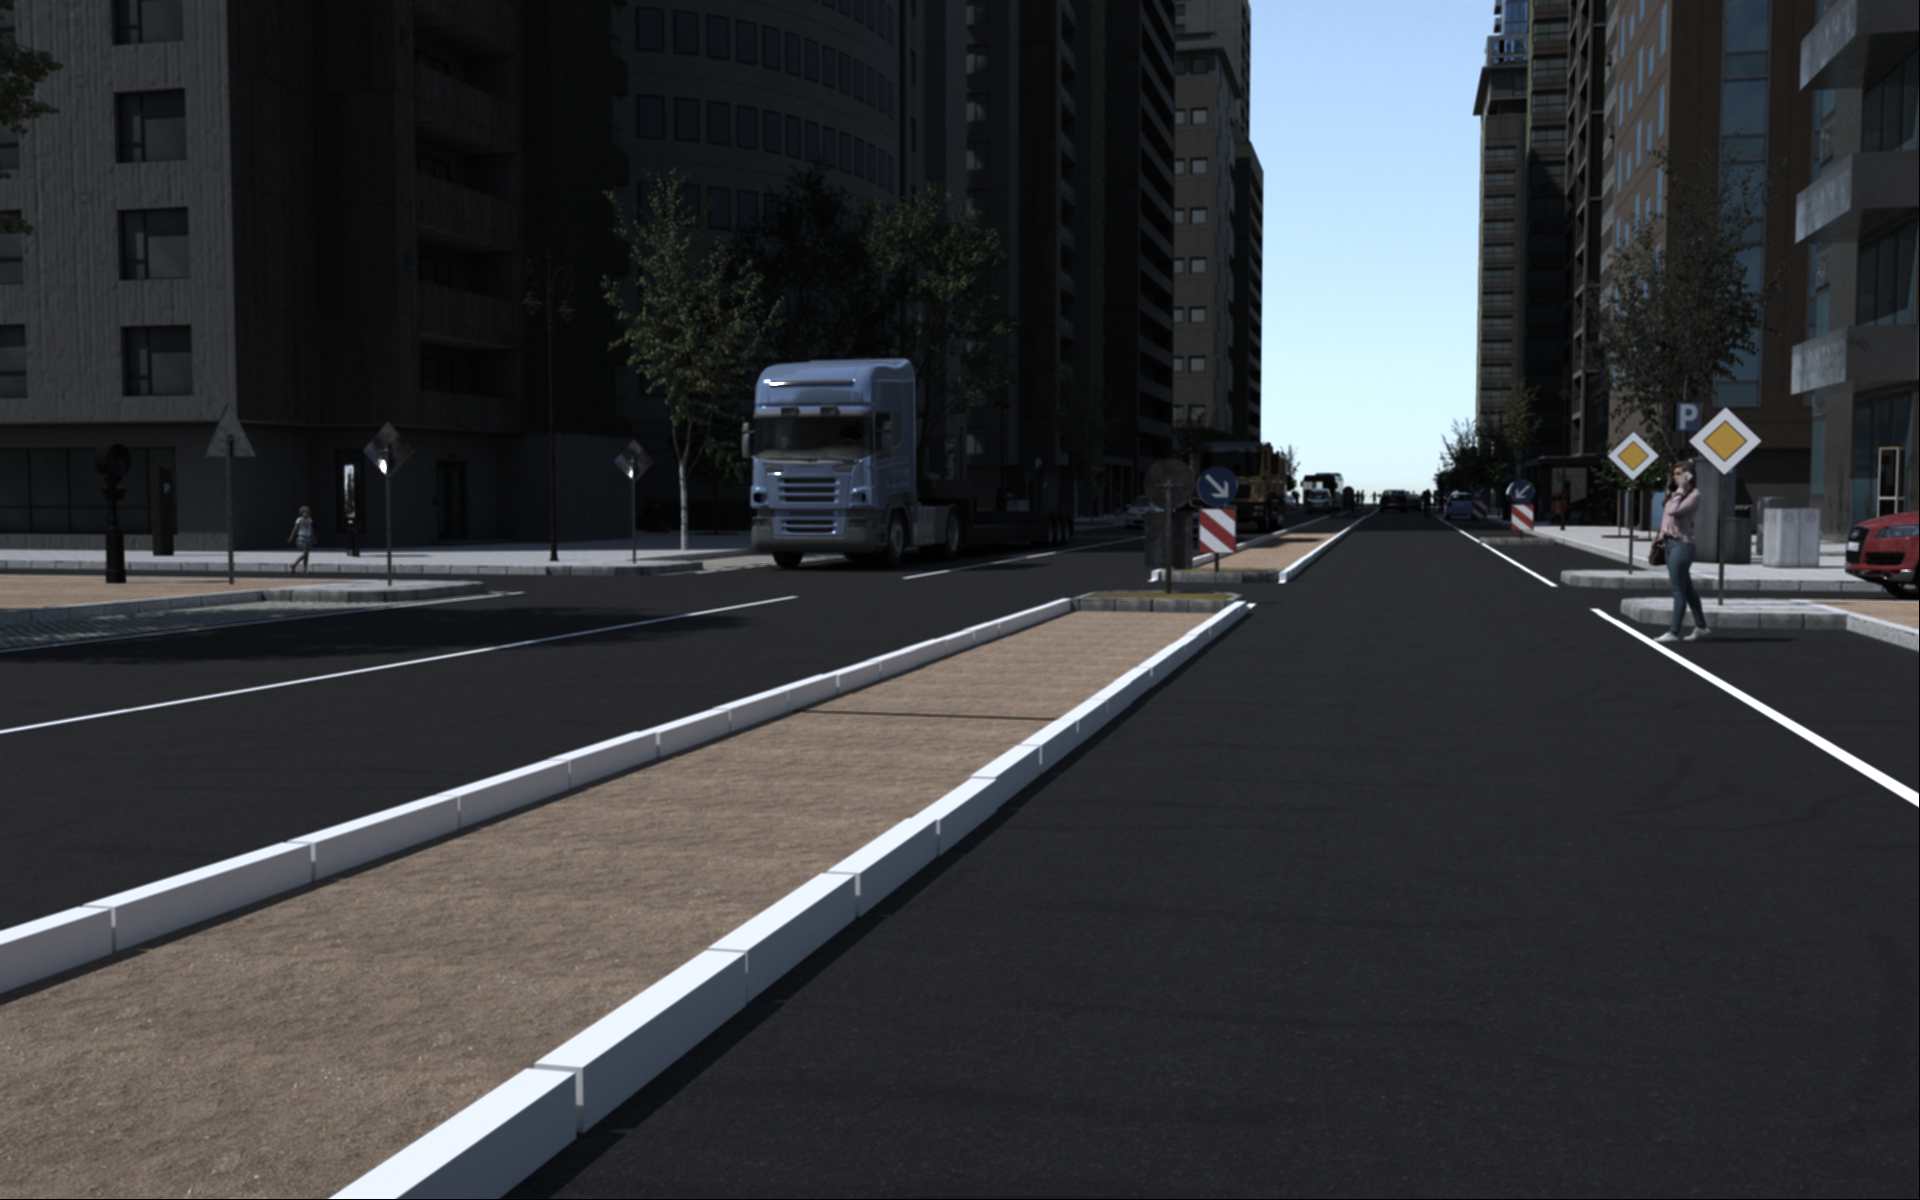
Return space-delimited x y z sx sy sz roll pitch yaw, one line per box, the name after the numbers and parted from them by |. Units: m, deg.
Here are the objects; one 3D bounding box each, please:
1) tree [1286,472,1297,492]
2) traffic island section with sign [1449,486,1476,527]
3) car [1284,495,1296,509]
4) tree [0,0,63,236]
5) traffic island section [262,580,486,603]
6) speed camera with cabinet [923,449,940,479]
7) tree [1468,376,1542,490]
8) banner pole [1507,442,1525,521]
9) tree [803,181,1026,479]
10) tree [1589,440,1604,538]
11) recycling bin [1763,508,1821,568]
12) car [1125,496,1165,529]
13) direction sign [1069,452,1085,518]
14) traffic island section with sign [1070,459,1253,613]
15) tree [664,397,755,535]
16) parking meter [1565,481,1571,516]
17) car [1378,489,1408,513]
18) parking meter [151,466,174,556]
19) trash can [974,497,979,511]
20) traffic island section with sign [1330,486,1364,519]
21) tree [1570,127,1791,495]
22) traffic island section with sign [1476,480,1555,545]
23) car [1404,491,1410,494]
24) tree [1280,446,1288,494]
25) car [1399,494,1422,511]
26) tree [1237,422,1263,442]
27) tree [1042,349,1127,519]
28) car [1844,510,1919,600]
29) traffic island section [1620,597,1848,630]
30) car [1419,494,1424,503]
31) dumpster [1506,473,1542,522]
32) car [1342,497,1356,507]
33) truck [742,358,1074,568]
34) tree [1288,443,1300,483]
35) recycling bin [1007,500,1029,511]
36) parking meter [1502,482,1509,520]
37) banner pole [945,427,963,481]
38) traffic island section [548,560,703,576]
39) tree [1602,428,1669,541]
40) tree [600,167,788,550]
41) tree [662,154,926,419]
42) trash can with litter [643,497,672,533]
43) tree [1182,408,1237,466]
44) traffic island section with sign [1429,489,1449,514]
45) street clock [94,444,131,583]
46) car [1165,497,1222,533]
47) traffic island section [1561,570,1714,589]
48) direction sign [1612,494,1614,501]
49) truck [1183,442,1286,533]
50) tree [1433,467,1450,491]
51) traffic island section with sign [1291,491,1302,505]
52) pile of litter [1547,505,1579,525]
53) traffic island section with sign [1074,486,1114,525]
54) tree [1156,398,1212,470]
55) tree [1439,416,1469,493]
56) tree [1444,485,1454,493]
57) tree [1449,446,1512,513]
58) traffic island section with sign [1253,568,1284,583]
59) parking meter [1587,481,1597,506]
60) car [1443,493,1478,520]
48.079 -16.620 255.452 4.285 4.588 4.351 0 3 0 | tree
22.674 -4.127 76.112 1.989 1.847 2.006 1 4 14 | traffic island section with sign
30.715 -9.248 163.564 2.083 1.381 4.827 1 4 13 | car
-12.245 -6.019 16.534 7.486 12.596 7.792 0 3 0 | tree
-7.982 -0.117 24.187 2.009 0.180 2.903 1 4 14 | traffic island section
-0.980 -4.919 74.761 0.660 3.252 2.038 -1 4 -22 | speed camera with cabinet
34.554 -9.690 108.800 4.737 8.622 4.395 0 3 0 | tree
26.565 -5.672 82.753 0.401 3.779 0.863 -2 4 -29 | banner pole
-1.505 -8.155 59.082 9.928 11.665 9.643 0 3 0 | tree
19.311 -3.446 50.944 1.663 3.219 1.824 0 3 0 | tree
14.513 -1.081 30.231 0.722 1.027 0.722 0 4 5 | recycling bin
8.032 -3.669 72.357 2.083 1.381 4.827 1 4 13 | car
6.268 -6.165 92.799 0.876 3.537 0.379 0 4 -8 | direction sign
2.542 -0.834 21.777 2.006 1.907 1.989 1 4 14 | traffic island section with sign
-7.753 -4.364 55.068 4.285 4.588 4.351 0 3 0 | tree
26.335 -4.253 75.253 0.255 1.863 0.399 2 4 34 | parking meter
33.993 -7.783 135.924 2.281 1.827 5.304 1 4 13 | car
-16.623 -1.859 36.103 0.255 1.863 0.399 1 4 12 | parking meter
0.409 -3.737 72.758 0.748 1.137 0.748 0 3 0 | trash can
22.790 -5.729 101.810 2.006 1.907 1.989 1 4 14 | traffic island section with sign
14.991 -5.215 35.636 4.360 8.622 3.978 0 3 0 | tree
16.057 -2.529 49.979 1.989 1.847 2.006 1 4 14 | traffic island section with sign
51.836 -11.862 202.608 2.281 1.827 5.304 1 4 16 | car
34.368 -15.311 200.696 4.737 8.622 4.395 0 3 0 | tree
37.597 -8.311 144.673 1.959 1.807 4.718 1 4 13 | car
28.080 -13.676 173.969 4.737 8.622 4.395 0 3 0 | tree
6.107 -8.421 88.045 4.737 8.622 4.395 0 3 0 | tree
14.332 -0.832 22.271 5.304 1.827 2.281 1 4 13 | car
8.781 0.142 19.956 2.009 0.180 2.903 1 4 14 | traffic island section
65.528 -14.369 244.519 1.945 1.707 3.694 1 4 15 | car
26.484 -4.822 81.332 1.502 2.255 1.985 1 4 14 | dumpster
42.745 -11.088 191.083 2.009 1.686 4.222 1 4 16 | car
-0.459 -3.090 40.278 2.967 4.110 18.799 1 4 16 | truck
47.201 -18.362 250.586 4.737 8.622 4.395 0 3 0 | tree
2.477 -3.769 74.170 0.722 1.027 0.722 3 4 39 | recycling bin
26.704 -4.833 84.733 0.255 1.863 0.399 1 4 9 | parking meter
-0.182 -4.561 64.589 0.863 3.779 0.401 -1 4 -10 | banner pole
-6.024 -0.590 31.929 2.009 0.180 2.903 1 4 14 | traffic island section
18.981 -3.228 47.379 1.663 3.219 1.824 0 3 0 | tree
-6.204 -5.434 39.215 4.737 8.622 4.395 0 3 0 | tree
-4.704 -6.917 47.510 7.601 10.594 8.767 1 4 17 | tree
-10.108 -2.854 58.047 1.055 1.170 0.624 2 4 32 | trash can with litter
21.247 -12.164 149.238 4.737 8.622 4.395 0 3 0 | tree
34.988 -7.104 124.785 1.989 1.847 2.006 1 4 14 | traffic island section with sign
-12.175 -1.245 24.923 0.358 2.002 0.471 1 4 15 | street clock
7.601 -2.633 55.636 1.945 1.354 3.894 1 4 13 | car
10.740 -0.331 27.698 2.009 0.180 2.903 1 4 14 | traffic island section
27.628 -4.971 73.281 0.379 3.537 0.876 1 4 22 | direction sign
10.790 -4.316 66.491 3.469 3.379 9.791 1 4 15 | truck
53.506 -12.395 186.371 4.285 4.588 4.351 0 3 0 | tree
45.317 -13.835 234.822 1.989 1.847 2.006 1 4 14 | traffic island section with sign
25.347 -3.558 72.142 1.719 0.858 1.176 1 4 13 | pile of litter
6.043 -4.340 79.591 1.989 1.847 2.006 1 4 14 | traffic island section with sign
17.119 -11.137 132.452 4.360 8.622 3.978 0 3 0 | tree
47.187 -12.973 162.474 4.737 8.622 4.395 0 3 0 | tree
57.851 -12.825 204.297 1.663 3.219 1.824 0 3 0 | tree
35.761 -8.148 116.928 4.285 4.588 4.351 0 3 0 | tree
4.368 -1.273 28.956 2.006 1.907 1.989 1 4 14 | traffic island section with sign
27.482 -4.258 75.334 0.399 1.863 0.255 2 4 28 | parking meter
28.381 -5.416 98.145 1.945 1.707 3.694 1 4 13 | car
